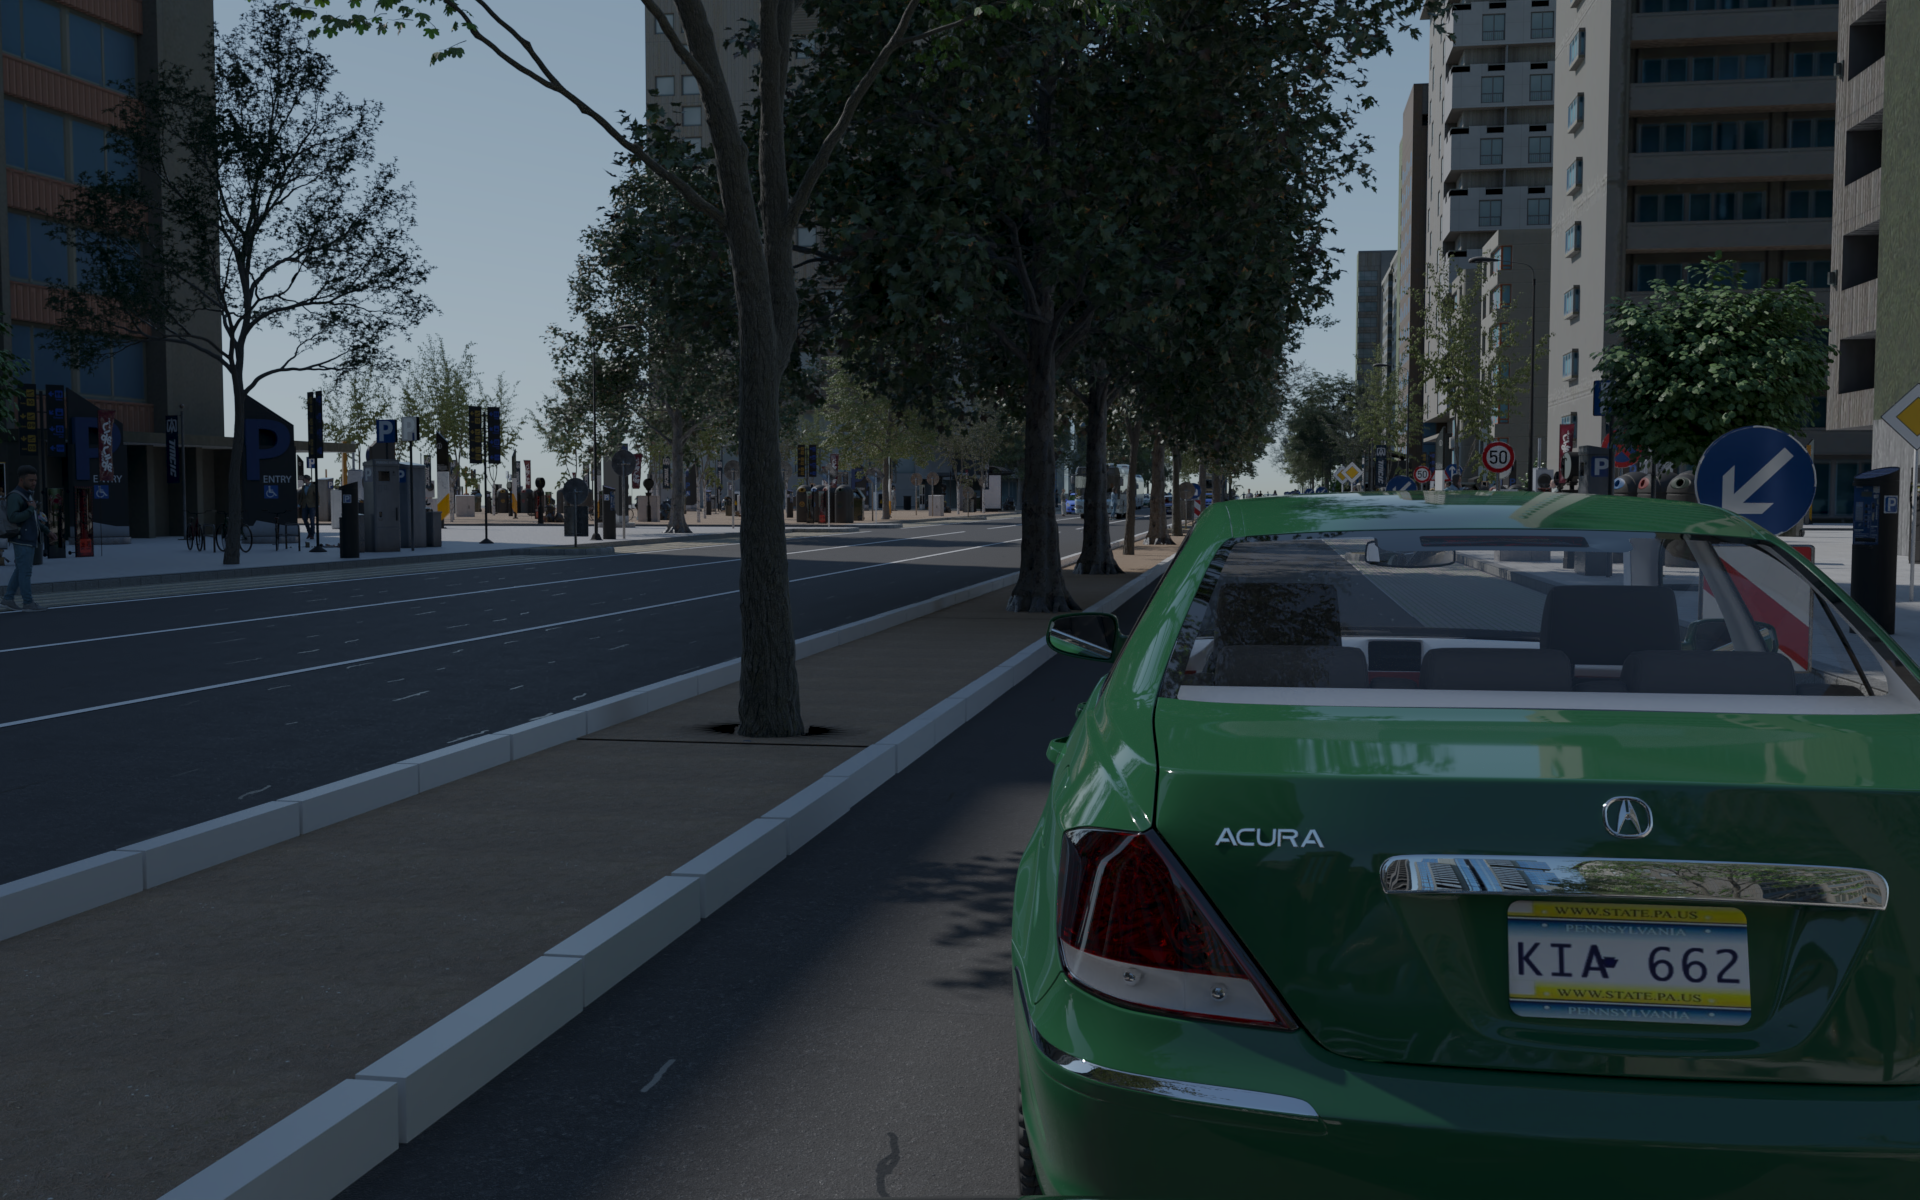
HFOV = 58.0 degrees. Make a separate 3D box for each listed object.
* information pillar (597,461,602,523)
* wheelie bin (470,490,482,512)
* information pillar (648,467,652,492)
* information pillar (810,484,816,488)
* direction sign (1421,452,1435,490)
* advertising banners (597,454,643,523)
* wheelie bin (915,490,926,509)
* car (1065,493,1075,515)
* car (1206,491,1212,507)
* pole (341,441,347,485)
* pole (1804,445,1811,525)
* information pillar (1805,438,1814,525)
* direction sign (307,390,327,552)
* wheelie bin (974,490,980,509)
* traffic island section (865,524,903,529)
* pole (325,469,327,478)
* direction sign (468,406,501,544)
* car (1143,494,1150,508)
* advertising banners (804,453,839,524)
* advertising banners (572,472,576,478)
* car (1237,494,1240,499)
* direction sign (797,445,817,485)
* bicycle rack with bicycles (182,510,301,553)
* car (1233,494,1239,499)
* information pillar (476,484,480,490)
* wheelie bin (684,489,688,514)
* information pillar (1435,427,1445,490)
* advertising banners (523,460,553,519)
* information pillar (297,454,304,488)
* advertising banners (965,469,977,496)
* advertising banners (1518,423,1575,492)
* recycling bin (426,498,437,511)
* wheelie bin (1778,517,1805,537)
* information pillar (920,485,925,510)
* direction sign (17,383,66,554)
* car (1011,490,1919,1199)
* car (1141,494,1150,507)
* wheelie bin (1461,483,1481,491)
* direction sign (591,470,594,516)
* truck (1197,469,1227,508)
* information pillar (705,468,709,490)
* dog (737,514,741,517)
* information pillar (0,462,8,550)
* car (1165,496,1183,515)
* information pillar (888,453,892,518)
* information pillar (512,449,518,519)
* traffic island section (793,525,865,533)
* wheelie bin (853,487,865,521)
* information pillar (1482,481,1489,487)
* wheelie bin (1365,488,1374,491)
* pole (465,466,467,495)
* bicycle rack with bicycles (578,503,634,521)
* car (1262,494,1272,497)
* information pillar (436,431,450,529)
[{"bbox_3d":[-16.035,-5.227,76.813,0.183,3.616,0.504,1,4,12],"label":"information pillar"},{"bbox_3d":[-34.373,-7.041,123.033,0.980,1.594,0.693,1,4,15],"label":"wheelie bin"},{"bbox_3d":[-26.955,-9.748,150.737,0.183,3.616,0.504,2,4,26],"label":"information pillar"},{"bbox_3d":[-10.443,-7.245,122.955,0.304,2.012,0.304,1,4,18],"label":"information pillar"},{"bbox_3d":[25.155,-6.189,93.180,0.379,3.537,0.876,-3,5,-43],"label":"direction sign"},{"bbox_3d":[-14.701,-4.815,74.912,2.074,3.025,0.090,0,4,8],"label":"advertising banners"},{"bbox_3d":[-3.314,-8.341,144.287,0.980,1.594,0.693,3,5,44],"label":"wheelie bin"},{"bbox_3d":[8.356,-6.886,122.181,1.945,1.707,3.694,1,4,9],"label":"car"},{"bbox_3d":[24.246,-9.696,168.119,1.945,1.707,3.694,1,4,11],"label":"car"},{"bbox_3d":[-23.749,-4.466,66.857,0.158,3.312,0.155,0,3,0],"label":"pole"},{"bbox_3d":[35.245,-4.781,72.011,0.158,3.312,0.155,0,3,0],"label":"pole"},{"bbox_3d":[35.720,-4.990,72.933,0.504,3.616,0.183,-2,4,-24],"label":"information pillar"},{"bbox_3d":[-14.197,-2.826,38.196,0.379,3.537,0.876,-3,5,-39],"label":"direction sign"},{"bbox_3d":[1.506,-8.598,148.491,0.980,1.594,0.693,1,4,15],"label":"wheelie bin"},{"bbox_3d":[-3.586,-3.119,73.268,2.009,0.180,2.903,1,4,10],"label":"traffic island section"},{"bbox_3d":[-51.810,-9.041,141.655,0.158,3.312,0.155,0,3,0],"label":"pole"},{"bbox_3d":[-12.270,-3.228,44.778,0.876,3.537,0.379,-3,5,-44],"label":"direction sign"},{"bbox_3d":[19.307,-10.473,183.024,2.131,1.459,4.920,1,4,9],"label":"car"},{"bbox_3d":[-5.995,-4.831,75.175,2.074,3.025,0.090,3,5,40],"label":"advertising banners"},{"bbox_3d":[-30.511,-8.740,139.084,0.090,3.025,2.074,2,4,25],"label":"advertising banners"},{"bbox_3d":[44.325,-16.383,279.858,2.014,1.417,4.499,1,4,10],"label":"car"},{"bbox_3d":[-6.994,-5.335,79.219,0.876,3.537,0.379,0,4,7],"label":"direction sign"},{"bbox_3d":[-16.058,-1.563,38.942,2.852,0.926,2.925,-2,4,-29],"label":"bicycle rack with bicycles"},{"bbox_3d":[41.123,-15.375,261.167,2.009,1.686,4.222,1,4,10],"label":"car"},{"bbox_3d":[-35.402,-7.501,127.134,0.304,2.012,0.304,0,4,-1],"label":"information pillar"},{"bbox_3d":[-17.795,-6.265,110.338,0.980,1.594,0.693,1,4,10],"label":"wheelie bin"},{"bbox_3d":[16.802,-4.236,60.619,0.183,3.616,0.504,-1,4,-16],"label":"information pillar"},{"bbox_3d":[-21.688,-5.681,89.078,0.090,3.025,2.074,2,4,31],"label":"advertising banners"},{"bbox_3d":[-39.019,-6.798,102.498,0.183,3.616,0.504,1,4,23],"label":"information pillar"},{"bbox_3d":[0.774,-7.793,123.602,0.090,3.025,2.074,2,4,24],"label":"advertising banners"},{"bbox_3d":[14.748,-2.908,43.734,0.090,3.025,2.074,-1,4,-23],"label":"advertising banners"},{"bbox_3d":[-31.438,-5.533,103.015,0.722,1.027,0.722,1,4,13],"label":"recycling bin"},{"bbox_3d":[24.935,-2.693,51.942,0.693,1.594,0.980,-3,4,-39],"label":"wheelie bin"},{"bbox_3d":[-2.995,-8.114,137.150,0.304,2.012,0.304,3,5,40],"label":"information pillar"},{"bbox_3d":[-18.922,-2.676,35.753,0.876,3.537,0.379,-3,5,-43],"label":"direction sign"},{"bbox_3d":[1.230,0.440,4.601,2.131,1.459,4.920,1,4,8],"label":"car"},{"bbox_3d":[21.544,-11.549,197.859,2.155,1.783,4.494,1,4,9],"label":"car"},{"bbox_3d":[14.309,-2.494,48.679,0.693,1.594,0.980,-2,4,-25],"label":"wheelie bin"},{"bbox_3d":[-21.714,-6.753,102.401,0.379,3.537,0.876,-2,4,-24],"label":"direction sign"},{"bbox_3d":[26.668,-11.826,182.270,2.839,4.237,11.283,1,4,11],"label":"truck"},{"bbox_3d":[-22.163,-9.804,151.656,0.183,3.616,0.504,2,4,24],"label":"information pillar"},{"bbox_3d":[-12.221,-4.841,96.888,0.748,0.427,0.550,0,4,-5],"label":"dog"},{"bbox_3d":[-22.224,-2.168,39.939,0.304,2.012,0.304,1,4,20],"label":"information pillar"},{"bbox_3d":[12.870,-5.659,105.105,1.945,1.354,3.894,0,4,8],"label":"car"},{"bbox_3d":[-3.871,-6.300,94.362,0.183,3.616,0.504,-1,4,-21],"label":"information pillar"},{"bbox_3d":[-23.171,-6.037,90.060,0.183,3.616,0.504,0,4,6],"label":"information pillar"},{"bbox_3d":[-4.984,-2.638,65.406,2.009,0.180,2.903,1,4,10],"label":"traffic island section"},{"bbox_3d":[-4.914,-4.583,82.848,0.693,1.594,0.980,0,4,8],"label":"wheelie bin"},{"bbox_3d":[30.430,-5.867,100.413,0.304,2.012,0.304,2,4,33],"label":"information pillar"},{"bbox_3d":[21.759,-5.144,92.015,0.980,1.594,0.693,-3,5,-45],"label":"wheelie bin"},{"bbox_3d":[-36.015,-8.103,126.320,0.158,3.312,0.155,0,3,0],"label":"pole"},{"bbox_3d":[-17.093,-4.256,82.973,2.925,0.926,2.852,0,4,-3],"label":"bicycle rack with bicycles"},{"bbox_3d":[47.857,-15.926,269.188,1.959,1.807,4.718,1,4,11],"label":"car"},{"bbox_3d":[-19.131,-4.446,64.046,0.504,3.616,0.183,1,4,17],"label":"information pillar"}]
